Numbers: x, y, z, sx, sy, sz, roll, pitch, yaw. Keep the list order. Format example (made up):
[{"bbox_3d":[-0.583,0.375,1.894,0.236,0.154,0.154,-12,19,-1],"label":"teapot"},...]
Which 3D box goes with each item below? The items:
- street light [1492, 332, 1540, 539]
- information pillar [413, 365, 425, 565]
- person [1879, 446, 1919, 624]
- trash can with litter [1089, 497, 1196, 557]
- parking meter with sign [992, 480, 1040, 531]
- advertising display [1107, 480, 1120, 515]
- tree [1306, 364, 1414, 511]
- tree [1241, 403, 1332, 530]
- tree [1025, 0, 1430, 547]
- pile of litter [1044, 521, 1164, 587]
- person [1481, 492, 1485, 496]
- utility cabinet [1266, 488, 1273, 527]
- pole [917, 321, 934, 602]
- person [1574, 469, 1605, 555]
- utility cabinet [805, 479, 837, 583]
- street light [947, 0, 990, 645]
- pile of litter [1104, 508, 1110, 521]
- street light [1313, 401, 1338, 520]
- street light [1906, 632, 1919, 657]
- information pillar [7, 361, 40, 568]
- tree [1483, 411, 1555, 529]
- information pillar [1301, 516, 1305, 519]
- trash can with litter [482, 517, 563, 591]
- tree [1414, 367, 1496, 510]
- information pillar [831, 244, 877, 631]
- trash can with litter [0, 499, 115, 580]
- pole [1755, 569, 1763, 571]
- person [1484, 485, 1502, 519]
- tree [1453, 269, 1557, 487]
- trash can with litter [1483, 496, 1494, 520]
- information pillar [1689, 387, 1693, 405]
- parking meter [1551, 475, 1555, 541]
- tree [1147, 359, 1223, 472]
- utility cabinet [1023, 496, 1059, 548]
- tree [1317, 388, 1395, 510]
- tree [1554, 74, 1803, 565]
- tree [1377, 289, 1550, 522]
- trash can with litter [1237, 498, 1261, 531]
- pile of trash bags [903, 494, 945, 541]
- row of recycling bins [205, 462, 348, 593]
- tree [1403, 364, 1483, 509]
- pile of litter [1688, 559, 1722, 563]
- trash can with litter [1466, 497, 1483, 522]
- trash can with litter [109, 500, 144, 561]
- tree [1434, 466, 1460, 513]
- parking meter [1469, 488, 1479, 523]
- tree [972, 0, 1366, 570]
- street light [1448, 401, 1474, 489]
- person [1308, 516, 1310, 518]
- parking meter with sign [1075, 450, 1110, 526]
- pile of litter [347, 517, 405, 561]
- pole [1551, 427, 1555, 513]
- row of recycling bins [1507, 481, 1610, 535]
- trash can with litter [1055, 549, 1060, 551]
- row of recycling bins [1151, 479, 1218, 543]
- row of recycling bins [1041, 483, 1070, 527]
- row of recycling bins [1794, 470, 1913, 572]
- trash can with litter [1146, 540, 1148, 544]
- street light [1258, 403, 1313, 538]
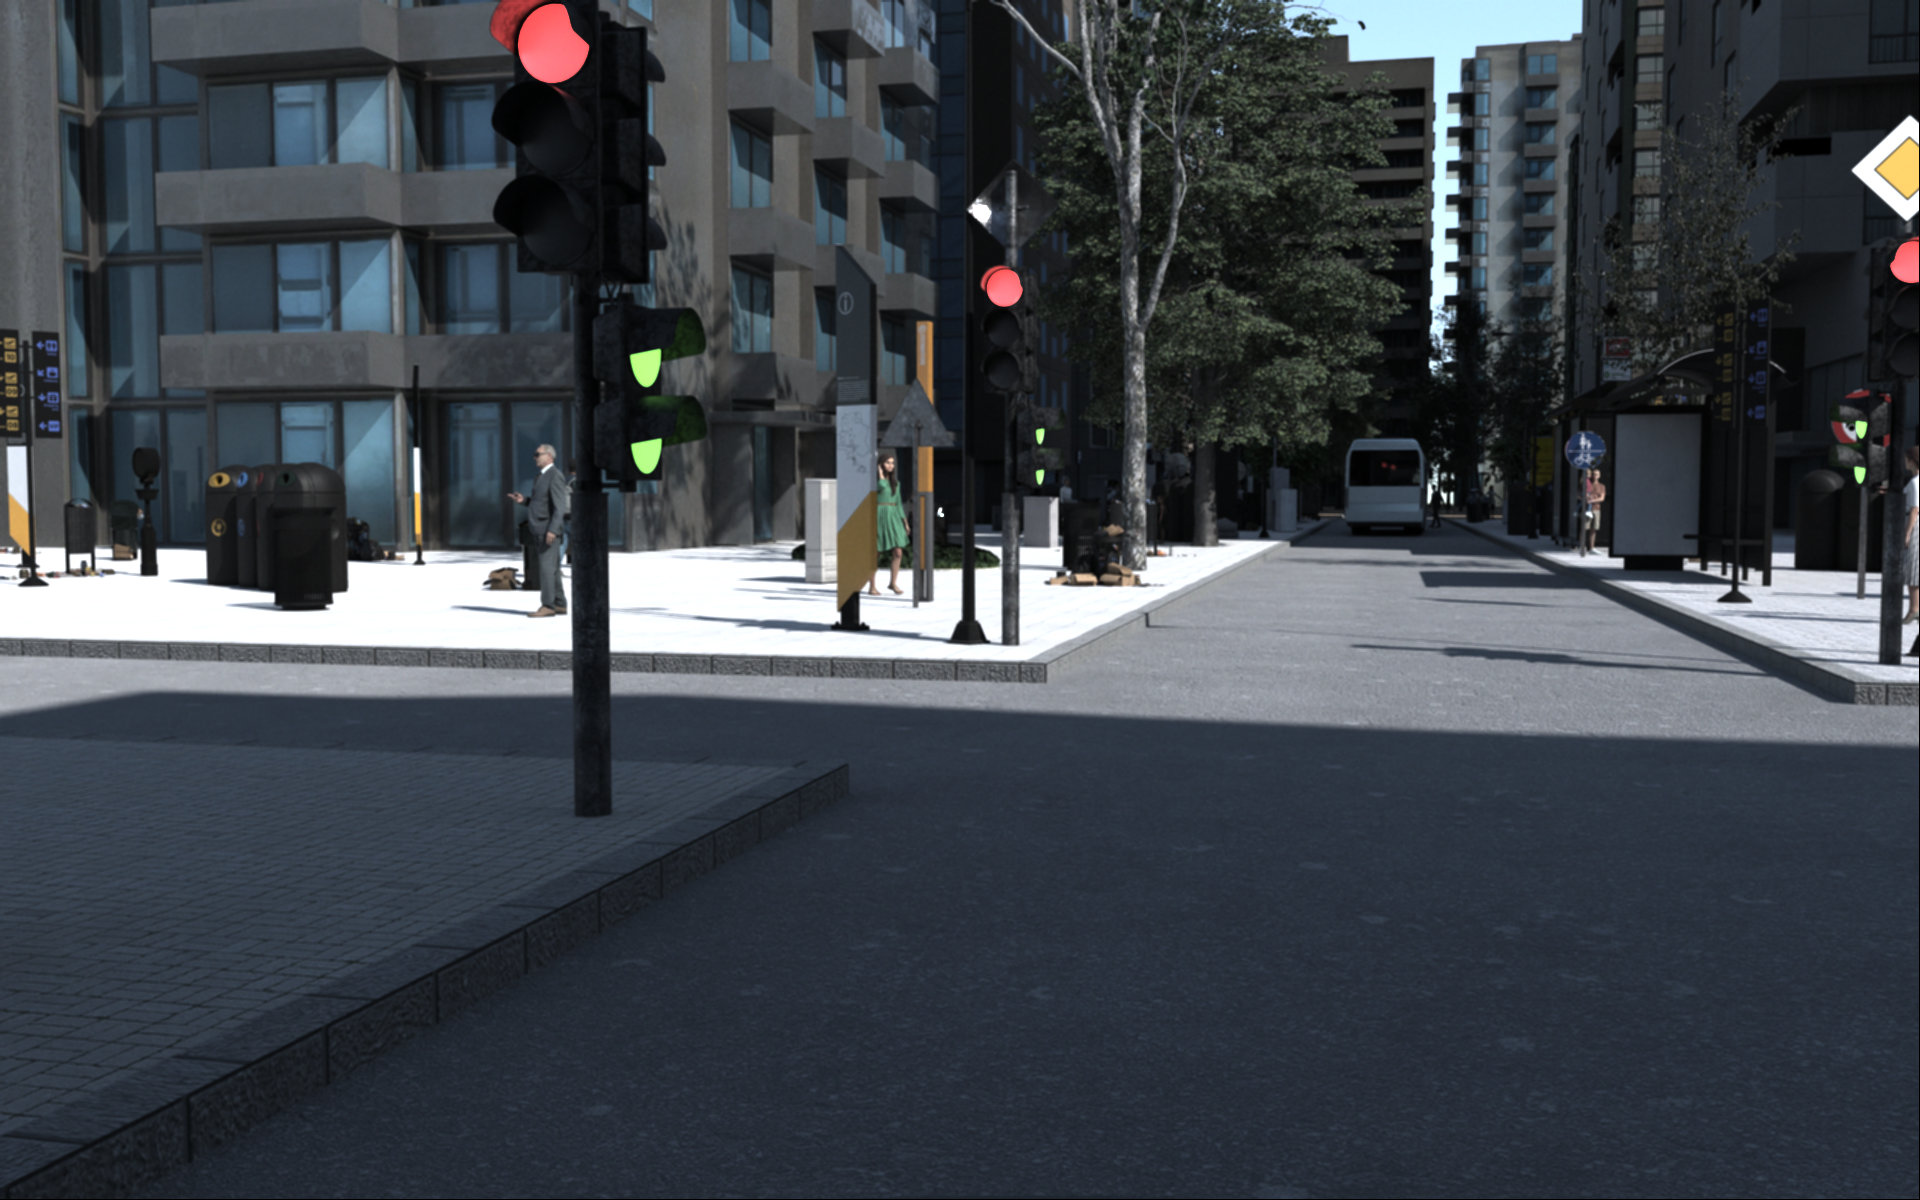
[{"bbox_3d":[15.914,-4.715,49.635,1.470,5.913,1.316,1,4,14],"label":"street light"},{"bbox_3d":[-9.779,-2.438,31.210,0.183,3.616,0.504,-1,4,-14],"label":"information pillar"},{"bbox_3d":[9.347,-0.645,17.152,0.524,1.755,0.480,2,4,35],"label":"person"},{"bbox_3d":[3.779,-1.542,36.270,1.678,1.210,2.233,-2,4,-32],"label":"trash can with litter"},{"bbox_3d":[1.992,-3.924,60.423,1.738,3.016,0.543,-1,4,-19],"label":"parking meter with sign"},{"bbox_3d":[6.907,-4.567,79.892,0.974,1.923,0.123,3,4,36],"label":"advertising display"},{"bbox_3d":[27.144,-12.491,129.981,9.928,11.665,9.643,0,3,0],"label":"tree"},{"bbox_3d":[11.746,-4.836,62.779,4.285,4.588,4.351,0,3,0],"label":"tree"},{"bbox_3d":[6.102,-8.271,41.894,9.857,13.997,8.962,0,3,0],"label":"tree"},{"bbox_3d":[2.014,-0.638,24.400,1.719,0.858,1.176,3,5,44],"label":"pile of litter"},{"bbox_3d":[42.934,-8.405,143.423,1.348,1.831,0.705,0,4,2],"label":"person"},{"bbox_3d":[12.159,-3.514,66.129,1.173,1.500,0.318,-3,5,-42],"label":"utility cabinet"},{"bbox_3d":[-0.417,-1.634,20.558,0.158,3.312,0.155,0,3,0],"label":"pole"},{"bbox_3d":[13.346,-1.881,36.767,0.580,1.828,0.573,-3,5,-44],"label":"person"},{"bbox_3d":[-1.770,-1.008,25.160,0.318,1.500,1.173,2,4,32],"label":"utility cabinet"},{"bbox_3d":[0.598,-2.572,14.595,1.470,5.913,1.316,1,4,14],"label":"street light"},{"bbox_3d":[5.379,-2.693,58.003,1.176,0.858,1.719,3,5,42],"label":"pile of litter"},{"bbox_3d":[18.274,-6.973,86.552,1.470,5.913,1.316,1,4,14],"label":"street light"},{"bbox_3d":[7.138,-2.514,13.641,1.470,5.913,1.316,1,4,14],"label":"street light"},{"bbox_3d":[-16.270,-2.364,30.000,0.504,3.616,0.183,1,4,17],"label":"information pillar"},{"bbox_3d":[21.208,-4.940,64.489,4.285,4.588,4.351,0,3,0],"label":"tree"},{"bbox_3d":[17.372,-5.109,88.024,0.304,2.012,0.304,1,4,13],"label":"information pillar"},{"bbox_3d":[-5.824,-0.713,23.052,1.055,1.170,0.624,0,4,3],"label":"trash can with litter"},{"bbox_3d":[39.891,-13.141,140.613,9.928,11.665,9.643,0,3,0],"label":"tree"},{"bbox_3d":[-0.978,-1.519,16.197,0.504,3.616,0.183,3,5,44],"label":"information pillar"},{"bbox_3d":[-14.085,-0.971,26.934,1.678,1.210,2.233,1,4,19],"label":"trash can with litter"},{"bbox_3d":[13.341,-2.133,28.710,0.158,3.312,0.155,0,3,0],"label":"pole"},{"bbox_3d":[26.955,-4.944,87.662,1.217,1.735,0.721,-2,4,-25],"label":"person"},{"bbox_3d":[18.662,-6.532,57.159,4.360,8.622,3.978,0,3,0],"label":"tree"},{"bbox_3d":[25.595,-4.466,84.406,0.624,1.170,1.055,2,4,33],"label":"trash can with litter"},{"bbox_3d":[16.014,-2.865,38.205,0.183,3.616,0.504,1,4,8],"label":"information pillar"},{"bbox_3d":[16.494,-2.574,47.800,0.255,1.863,0.399,0,4,7],"label":"parking meter"},{"bbox_3d":[9.798,-7.708,76.392,4.360,8.622,3.978,0,3,0],"label":"tree"},{"bbox_3d":[1.952,-1.866,41.675,0.306,1.237,1.020,-3,4,-36],"label":"utility cabinet"},{"bbox_3d":[31.578,-13.864,143.688,9.611,12.733,9.660,0,3,0],"label":"tree"},{"bbox_3d":[13.144,-4.953,31.345,4.360,8.622,3.978,0,3,0],"label":"tree"},{"bbox_3d":[23.469,-8.829,78.767,8.767,10.594,7.601,-3,4,-38],"label":"tree"},{"bbox_3d":[9.986,-2.996,60.377,1.055,1.170,0.624,3,4,39],"label":"trash can with litter"},{"bbox_3d":[-1.184,-1.959,41.786,1.912,1.369,3.447,-1,4,-12],"label":"pile of trash bags"},{"bbox_3d":[-9.315,-1.008,23.597,1.069,1.692,3.534,-3,5,-41],"label":"row of recycling bins"},{"bbox_3d":[42.189,-14.223,150.673,7.486,12.596,7.792,0,3,0],"label":"tree"},{"bbox_3d":[14.369,-1.152,32.800,1.719,0.858,1.176,0,4,1],"label":"pile of litter"},{"bbox_3d":[23.634,-4.184,79.789,0.624,1.170,1.055,1,4,19],"label":"trash can with litter"},{"bbox_3d":[-16.189,-1.363,33.665,0.624,1.170,1.055,-2,4,-26],"label":"trash can with litter"},{"bbox_3d":[33.582,-7.614,119.088,1.663,3.219,1.824,0,3,0],"label":"tree"},{"bbox_3d":[22.996,-4.224,77.479,0.372,1.533,0.369,0,3,0],"label":"parking meter"},{"bbox_3d":[1.659,-10.512,27.758,12.611,20.169,13.585,0,3,0],"label":"tree"},{"bbox_3d":[24.878,-6.939,85.993,1.470,5.913,1.316,1,4,14],"label":"street light"},{"bbox_3d":[18.564,-5.196,91.525,0.617,1.759,0.750,0,4,2],"label":"person"},{"bbox_3d":[5.517,-4.456,69.120,1.738,3.016,0.543,1,4,21],"label":"parking meter with sign"},{"bbox_3d":[-11.539,-1.200,33.589,1.719,0.858,1.176,3,4,37],"label":"pile of litter"},{"bbox_3d":[18.196,-3.613,52.915,0.158,3.312,0.155,0,3,0],"label":"pole"},{"bbox_3d":[18.855,-2.854,53.770,3.534,1.692,1.069,1,4,14],"label":"row of recycling bins"},{"bbox_3d":[3.244,-1.716,39.122,2.233,1.210,1.678,0,4,0],"label":"trash can with litter"},{"bbox_3d":[6.054,-2.453,47.220,1.069,1.692,3.534,-1,4,-12],"label":"row of recycling bins"},{"bbox_3d":[3.611,-3.590,65.816,1.069,1.692,3.534,1,4,9],"label":"row of recycling bins"},{"bbox_3d":[15.374,-1.300,28.360,1.069,1.692,3.534,-2,4,-32],"label":"row of recycling bins"},{"bbox_3d":[4.303,-1.983,43.804,1.055,1.170,0.624,0,4,7],"label":"trash can with litter"},{"bbox_3d":[9.462,-4.772,50.567,1.470,5.913,1.316,1,4,14],"label":"street light"}]
